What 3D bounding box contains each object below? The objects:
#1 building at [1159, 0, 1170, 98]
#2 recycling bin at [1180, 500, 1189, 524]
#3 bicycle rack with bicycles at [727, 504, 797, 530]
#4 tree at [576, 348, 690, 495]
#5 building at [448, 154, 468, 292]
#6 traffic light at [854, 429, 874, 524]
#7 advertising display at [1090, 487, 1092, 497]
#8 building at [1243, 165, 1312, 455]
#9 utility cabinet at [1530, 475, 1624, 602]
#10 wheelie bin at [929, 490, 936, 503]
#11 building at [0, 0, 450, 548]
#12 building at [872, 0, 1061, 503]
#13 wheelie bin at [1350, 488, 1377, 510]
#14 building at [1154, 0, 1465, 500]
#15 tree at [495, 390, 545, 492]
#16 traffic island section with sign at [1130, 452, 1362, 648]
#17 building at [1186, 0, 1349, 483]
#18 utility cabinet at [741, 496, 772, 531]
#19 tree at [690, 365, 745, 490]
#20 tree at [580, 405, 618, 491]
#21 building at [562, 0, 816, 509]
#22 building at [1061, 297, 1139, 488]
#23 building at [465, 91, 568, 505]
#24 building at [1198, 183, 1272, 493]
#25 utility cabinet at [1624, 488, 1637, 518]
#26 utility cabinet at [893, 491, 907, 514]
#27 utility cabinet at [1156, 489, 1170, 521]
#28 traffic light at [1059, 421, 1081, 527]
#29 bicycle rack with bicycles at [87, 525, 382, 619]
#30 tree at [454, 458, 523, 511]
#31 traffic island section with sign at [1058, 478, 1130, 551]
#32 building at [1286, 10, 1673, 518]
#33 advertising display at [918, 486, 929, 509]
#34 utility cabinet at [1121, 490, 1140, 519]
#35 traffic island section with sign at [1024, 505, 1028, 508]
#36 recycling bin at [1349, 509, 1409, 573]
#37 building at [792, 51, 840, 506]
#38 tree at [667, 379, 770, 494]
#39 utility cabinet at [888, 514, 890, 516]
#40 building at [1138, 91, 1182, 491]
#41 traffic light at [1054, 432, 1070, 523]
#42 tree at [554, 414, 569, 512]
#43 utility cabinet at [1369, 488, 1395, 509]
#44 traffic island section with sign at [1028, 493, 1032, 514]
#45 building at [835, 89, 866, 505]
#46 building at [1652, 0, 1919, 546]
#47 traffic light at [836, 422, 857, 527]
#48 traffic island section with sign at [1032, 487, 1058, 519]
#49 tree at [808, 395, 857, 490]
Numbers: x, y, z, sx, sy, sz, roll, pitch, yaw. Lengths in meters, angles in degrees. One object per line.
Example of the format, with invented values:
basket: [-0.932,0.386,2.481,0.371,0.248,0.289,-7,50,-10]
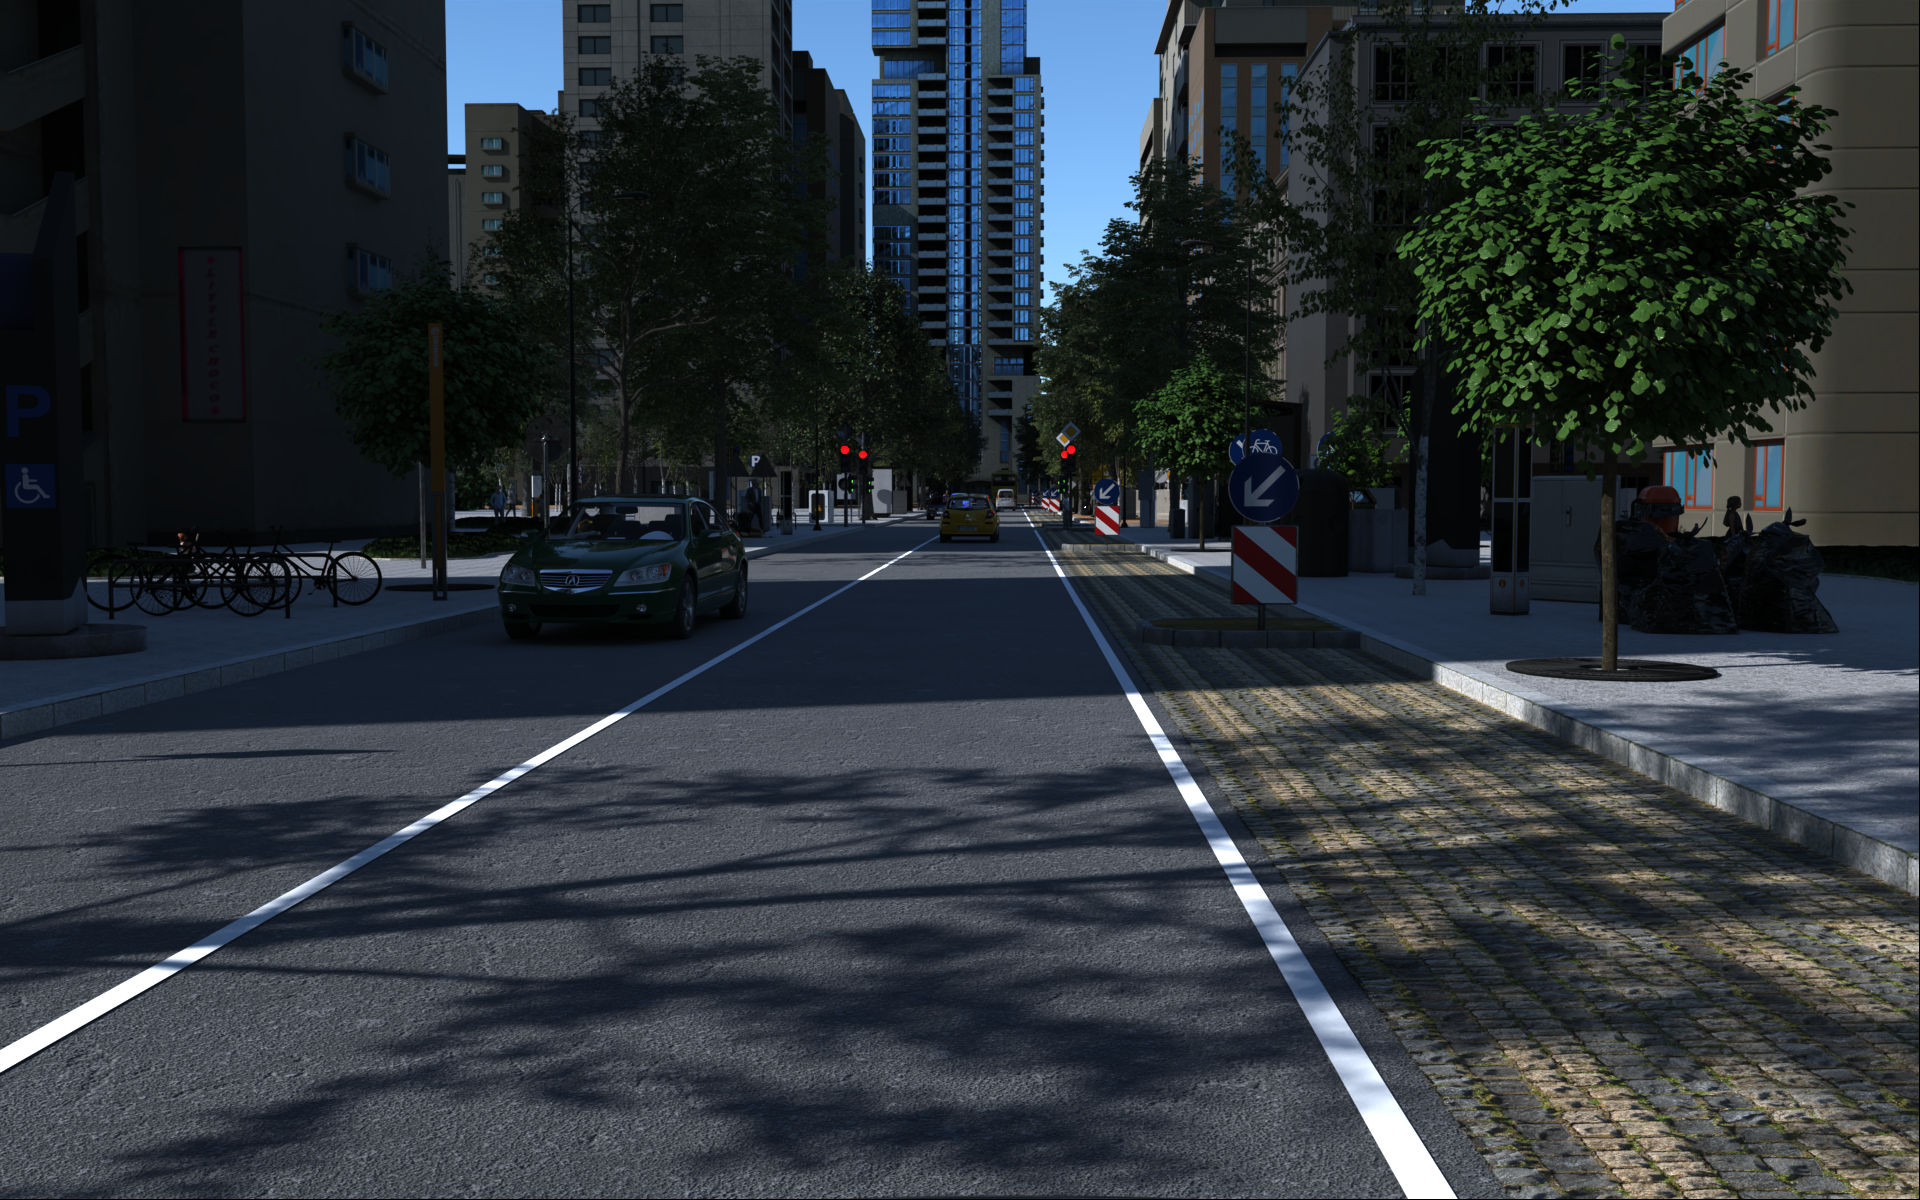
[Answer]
building: [39.838,-49.746,251.602,20.611,71.187,20.563,0,4,2]
recycling bin: [9.670,-3.765,74.108,0.722,1.027,0.722,3,5,43]
bicycle rack with bicycles: [-7.159,-3.025,62.833,2.852,0.926,2.925,-1,4,-23]
tree: [-16.811,-8.441,88.375,4.360,8.622,3.978,0,3,0]
building: [-63.180,-32.220,210.385,14.086,41.232,14.154,0,4,2]
traffic light: [-4.158,-5.266,75.025,0.839,4.253,0.868,0,4,2]
advertising display: [10.763,-8.409,142.694,0.123,1.923,0.974,-1,4,-18]
building: [24.546,-17.158,109.407,11.050,23.489,19.941,0,4,2]
utility cabinet: [7.260,-0.733,20.661,0.318,1.500,1.173,-2,4,-33]
wheelie bin: [-2.385,-8.591,148.366,0.693,1.594,0.980,0,4,-4]
building: [-27.467,-25.783,45.258,21.600,48.544,21.300,0,4,2]
building: [-0.784,-57.611,254.612,31.000,86.520,22.319,0,4,2]
wheelie bin: [8.956,-1.883,38.703,0.693,1.594,0.980,1,4,11]
building: [35.300,-36.018,178.131,28.713,52.752,27.495,0,4,2]
tree: [-22.767,-8.332,86.594,4.737,8.622,4.395,0,3,0]
traffic island section with sign: [2.756,-0.510,16.967,1.989,1.847,2.006,0,4,2]
building: [28.244,-31.049,157.758,14.600,45.320,14.200,0,4,2]
utility cabinet: [-7.075,-3.003,60.268,1.020,1.237,0.306,1,4,13]
tree: [-15.068,-8.982,97.211,4.360,8.622,3.978,0,3,0]
tree: [-28.942,-11.631,140.531,4.737,8.622,4.395,0,3,0]
building: [-24.116,-44.221,161.266,20.563,71.187,20.611,0,4,2]
building: [21.612,-29.307,250.869,14.107,30.474,14.160,0,4,2]
building: [-44.722,-35.580,205.440,21.600,48.544,21.300,0,4,2]
building: [27.759,-18.414,134.354,16.112,22.955,30.059,0,4,2]
utility cabinet: [24.896,-3.421,64.607,0.318,1.500,1.173,3,4,36]
utility cabinet: [-3.911,-6.107,108.533,1.173,1.500,0.318,-2,4,-33]
utility cabinet: [9.737,-4.475,81.842,0.318,1.500,1.173,-3,5,-39]
traffic light: [4.253,-4.763,66.792,0.839,4.253,0.868,0,4,2]
bicycle rack with bicycles: [-8.054,-0.330,18.779,2.925,0.926,2.852,0,4,-3]
tree: [-45.197,-14.876,145.040,18.604,14.587,13.155,0,4,1]
traffic island section with sign: [3.601,-2.176,44.213,1.989,1.847,2.006,0,4,2]
building: [30.267,-18.202,91.109,24.014,27.812,14.314,0,4,2]
advertising display: [-3.008,-8.423,142.921,0.974,1.923,0.123,-1,4,-23]
utility cabinet: [9.631,-5.350,96.153,1.173,1.500,0.318,2,4,33]
traffic island section with sign: [7.711,-10.298,176.998,1.989,1.847,2.006,0,4,2]
recycling bin: [6.897,-0.977,28.526,0.722,1.027,0.722,-1,4,-23]
building: [-20.001,-32.396,179.777,14.600,45.320,14.200,0,4,2]
tree: [-14.300,-9.403,104.094,4.737,8.622,4.395,0,3,0]
utility cabinet: [-4.524,-5.419,99.759,1.020,1.237,0.306,-1,4,-23]
building: [32.385,-35.423,202.863,21.300,48.544,21.600,0,4,2]
traffic light: [4.500,-5.251,74.774,0.839,4.253,0.868,0,4,2]
tree: [-29.894,-10.943,129.274,4.360,8.622,3.978,0,3,0]
utility cabinet: [15.601,-3.422,64.629,1.173,1.500,0.318,-1,4,-15]
traffic island section with sign: [6.150,-7.240,126.993,1.989,1.847,2.006,0,4,2]
building: [-22.519,-35.558,205.070,21.600,48.544,21.300,0,4,2]
building: [31.352,-11.290,29.628,27.650,21.520,28.899,0,4,2]
traffic light: [-4.405,-4.778,67.043,0.839,4.253,0.868,0,4,2]
traffic island section with sign: [5.322,-5.585,99.937,1.989,1.847,2.006,0,4,2]
tree: [-9.487,-10.748,126.089,4.737,8.622,4.395,0,3,0]
